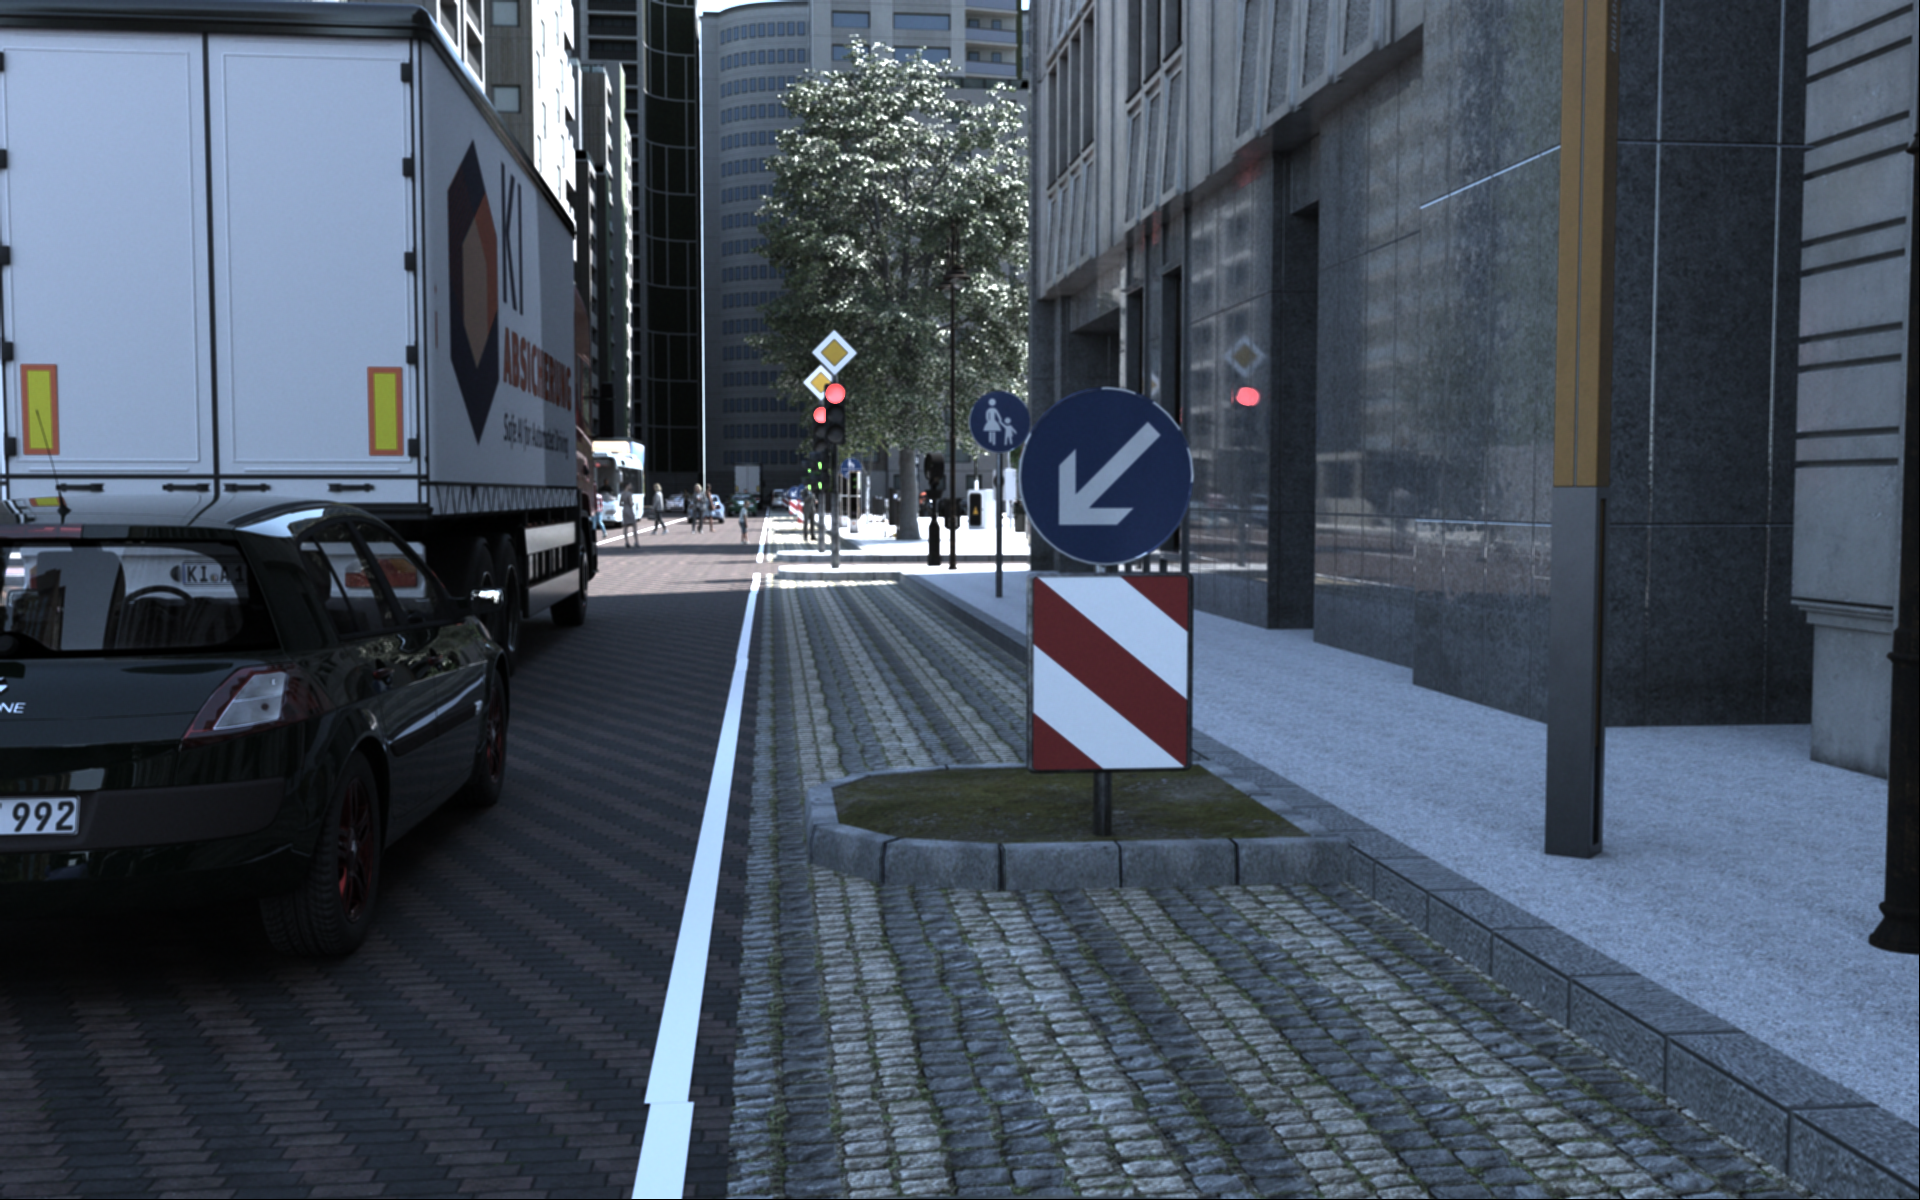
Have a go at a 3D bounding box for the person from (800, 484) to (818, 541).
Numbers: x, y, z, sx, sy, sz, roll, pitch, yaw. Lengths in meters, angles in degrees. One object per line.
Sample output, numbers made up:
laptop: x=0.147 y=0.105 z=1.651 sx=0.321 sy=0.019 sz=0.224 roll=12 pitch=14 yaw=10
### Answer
person: x=-4.548 y=-2.727 z=52.890 sx=0.447 sy=1.846 sz=0.655 roll=3 pitch=5 yaw=40

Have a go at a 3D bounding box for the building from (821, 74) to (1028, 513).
building: x=-2.322 y=-21.521 z=123.572 sx=14.160 sy=30.474 sz=14.107 roll=0 pitch=4 yaw=-6

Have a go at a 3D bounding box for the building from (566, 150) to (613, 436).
building: x=-36.777 y=-22.808 z=144.604 sx=14.160 sy=30.474 sz=14.107 roll=0 pitch=4 yaw=-6

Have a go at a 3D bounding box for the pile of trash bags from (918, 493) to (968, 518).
pile of trash bags: x=-0.726 y=-5.502 z=99.714 sx=3.447 sy=1.369 sz=1.912 roll=-1 pitch=4 yaw=-21

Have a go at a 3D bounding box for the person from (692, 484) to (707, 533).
person: x=-9.535 y=-3.341 z=63.303 sx=0.537 sy=1.800 sz=0.526 roll=0 pitch=4 yaw=4

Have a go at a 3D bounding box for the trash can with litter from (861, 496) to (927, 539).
trash can with litter: x=-1.690 y=-2.424 z=50.694 sx=1.678 sy=1.210 sz=2.233 roll=-2 pitch=4 yaw=-25

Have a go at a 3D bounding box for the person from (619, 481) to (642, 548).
person: x=-8.777 y=-2.279 z=46.097 sx=0.599 sy=1.781 sz=0.374 roll=3 pitch=4 yaw=36

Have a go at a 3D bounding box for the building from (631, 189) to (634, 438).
building: x=-40.783 y=-30.193 z=177.243 sx=14.086 sy=41.232 sz=14.154 roll=0 pitch=4 yaw=-6

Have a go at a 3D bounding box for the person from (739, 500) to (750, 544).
person: x=-6.179 y=-2.234 z=49.714 sx=0.352 sy=1.250 sz=0.332 roll=1 pitch=4 yaw=19

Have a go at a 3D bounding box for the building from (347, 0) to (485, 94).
building: x=-35.810 y=-40.311 z=97.341 sx=20.563 sy=71.187 sz=20.611 roll=0 pitch=4 yaw=-6

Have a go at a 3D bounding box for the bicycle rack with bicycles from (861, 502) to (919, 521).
bicycle rack with bicycles: x=-3.451 y=-4.265 z=83.108 sx=2.852 sy=0.926 sz=2.925 roll=-2 pitch=4 yaw=-35

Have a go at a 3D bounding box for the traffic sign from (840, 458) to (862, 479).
traffic sign: x=-3.802 y=-3.700 z=60.597 sx=0.768 sy=2.556 sz=0.104 roll=0 pitch=3 yaw=0

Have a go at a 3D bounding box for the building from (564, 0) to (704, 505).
building: x=-41.018 y=-46.776 z=203.036 sx=20.611 sy=71.187 sz=20.563 roll=0 pitch=4 yaw=-6

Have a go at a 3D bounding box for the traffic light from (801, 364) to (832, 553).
traffic light: x=-3.031 y=-2.979 z=37.625 sx=0.839 sy=4.253 sz=0.868 roll=0 pitch=4 yaw=-6

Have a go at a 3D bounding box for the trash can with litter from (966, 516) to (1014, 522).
trash can with litter: x=1.087 y=-4.218 z=80.017 sx=1.678 sy=1.210 sz=2.233 roll=3 pitch=5 yaw=41

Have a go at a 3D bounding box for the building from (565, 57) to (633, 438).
building: x=-38.087 y=-29.033 z=158.287 sx=14.154 sy=41.232 sz=14.086 roll=0 pitch=4 yaw=-6

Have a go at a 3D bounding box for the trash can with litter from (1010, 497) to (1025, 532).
trash can with litter: x=2.248 y=-2.834 z=57.730 sx=1.055 sy=1.170 sz=0.624 roll=-1 pitch=4 yaw=-18

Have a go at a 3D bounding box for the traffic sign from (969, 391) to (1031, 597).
traffic sign: x=0.486 y=-1.305 z=21.447 sx=0.768 sy=2.556 sz=0.104 roll=0 pitch=4 yaw=-5

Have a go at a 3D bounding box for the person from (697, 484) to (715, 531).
person: x=-9.607 y=-3.506 z=65.913 sx=0.778 sy=1.811 sz=0.616 roll=-3 pitch=5 yaw=-40

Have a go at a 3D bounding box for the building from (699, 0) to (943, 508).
building: x=-16.380 y=-40.642 z=206.495 sx=28.212 sy=58.520 sz=21.231 roll=0 pitch=4 yaw=-6

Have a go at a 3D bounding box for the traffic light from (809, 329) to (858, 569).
traffic light: x=-2.163 y=-2.493 z=29.687 sx=0.839 sy=4.253 sz=0.868 roll=0 pitch=4 yaw=-6

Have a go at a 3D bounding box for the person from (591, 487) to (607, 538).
person: x=-11.880 y=-2.887 z=56.547 sx=0.643 sy=1.720 sz=0.563 roll=3 pitch=5 yaw=41

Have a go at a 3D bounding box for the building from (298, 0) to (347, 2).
building: x=-37.951 y=-22.981 z=67.628 sx=32.217 sy=40.220 sz=23.993 roll=0 pitch=4 yaw=-6

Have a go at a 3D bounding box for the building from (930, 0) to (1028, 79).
building: x=11.731 y=-40.854 z=209.956 sx=28.212 sy=58.520 sz=21.231 roll=0 pitch=4 yaw=-6

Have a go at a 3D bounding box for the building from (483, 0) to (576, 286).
building: x=-41.952 y=-32.585 z=121.998 sx=28.713 sy=52.752 sz=27.495 roll=0 pitch=4 yaw=-6

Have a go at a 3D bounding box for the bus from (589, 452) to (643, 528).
bus: x=-15.608 y=-4.912 z=75.168 sx=2.948 sy=3.499 sz=13.247 roll=0 pitch=4 yaw=-6

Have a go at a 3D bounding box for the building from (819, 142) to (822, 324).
building: x=-4.119 y=-22.376 z=137.541 sx=14.160 sy=30.474 sz=14.107 roll=0 pitch=4 yaw=-6

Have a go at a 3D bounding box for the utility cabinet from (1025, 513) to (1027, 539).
utility cabinet: x=2.368 y=-2.444 z=48.638 sx=1.173 sy=1.500 sz=0.318 roll=-3 pitch=4 yaw=-38

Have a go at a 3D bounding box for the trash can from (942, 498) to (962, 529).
trash can: x=-0.280 y=-3.145 z=63.077 sx=0.748 sy=1.137 sz=0.748 roll=0 pitch=3 yaw=0

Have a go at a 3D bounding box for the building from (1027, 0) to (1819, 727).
building: x=8.180 y=-12.308 z=19.251 sx=12.078 sy=24.808 sz=19.932 roll=0 pitch=4 yaw=-6

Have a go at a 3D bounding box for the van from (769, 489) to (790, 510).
van: x=-16.377 y=-9.228 z=157.886 sx=2.013 sy=2.044 sz=4.112 roll=0 pitch=4 yaw=-6

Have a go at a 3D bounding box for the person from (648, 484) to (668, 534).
person: x=-10.699 y=-3.218 z=61.304 sx=0.728 sy=1.800 sz=0.709 roll=1 pitch=4 yaw=11

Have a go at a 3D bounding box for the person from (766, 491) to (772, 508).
person: x=-18.652 y=-9.914 z=171.420 sx=1.217 sy=1.723 sz=0.721 roll=0 pitch=4 yaw=-2
